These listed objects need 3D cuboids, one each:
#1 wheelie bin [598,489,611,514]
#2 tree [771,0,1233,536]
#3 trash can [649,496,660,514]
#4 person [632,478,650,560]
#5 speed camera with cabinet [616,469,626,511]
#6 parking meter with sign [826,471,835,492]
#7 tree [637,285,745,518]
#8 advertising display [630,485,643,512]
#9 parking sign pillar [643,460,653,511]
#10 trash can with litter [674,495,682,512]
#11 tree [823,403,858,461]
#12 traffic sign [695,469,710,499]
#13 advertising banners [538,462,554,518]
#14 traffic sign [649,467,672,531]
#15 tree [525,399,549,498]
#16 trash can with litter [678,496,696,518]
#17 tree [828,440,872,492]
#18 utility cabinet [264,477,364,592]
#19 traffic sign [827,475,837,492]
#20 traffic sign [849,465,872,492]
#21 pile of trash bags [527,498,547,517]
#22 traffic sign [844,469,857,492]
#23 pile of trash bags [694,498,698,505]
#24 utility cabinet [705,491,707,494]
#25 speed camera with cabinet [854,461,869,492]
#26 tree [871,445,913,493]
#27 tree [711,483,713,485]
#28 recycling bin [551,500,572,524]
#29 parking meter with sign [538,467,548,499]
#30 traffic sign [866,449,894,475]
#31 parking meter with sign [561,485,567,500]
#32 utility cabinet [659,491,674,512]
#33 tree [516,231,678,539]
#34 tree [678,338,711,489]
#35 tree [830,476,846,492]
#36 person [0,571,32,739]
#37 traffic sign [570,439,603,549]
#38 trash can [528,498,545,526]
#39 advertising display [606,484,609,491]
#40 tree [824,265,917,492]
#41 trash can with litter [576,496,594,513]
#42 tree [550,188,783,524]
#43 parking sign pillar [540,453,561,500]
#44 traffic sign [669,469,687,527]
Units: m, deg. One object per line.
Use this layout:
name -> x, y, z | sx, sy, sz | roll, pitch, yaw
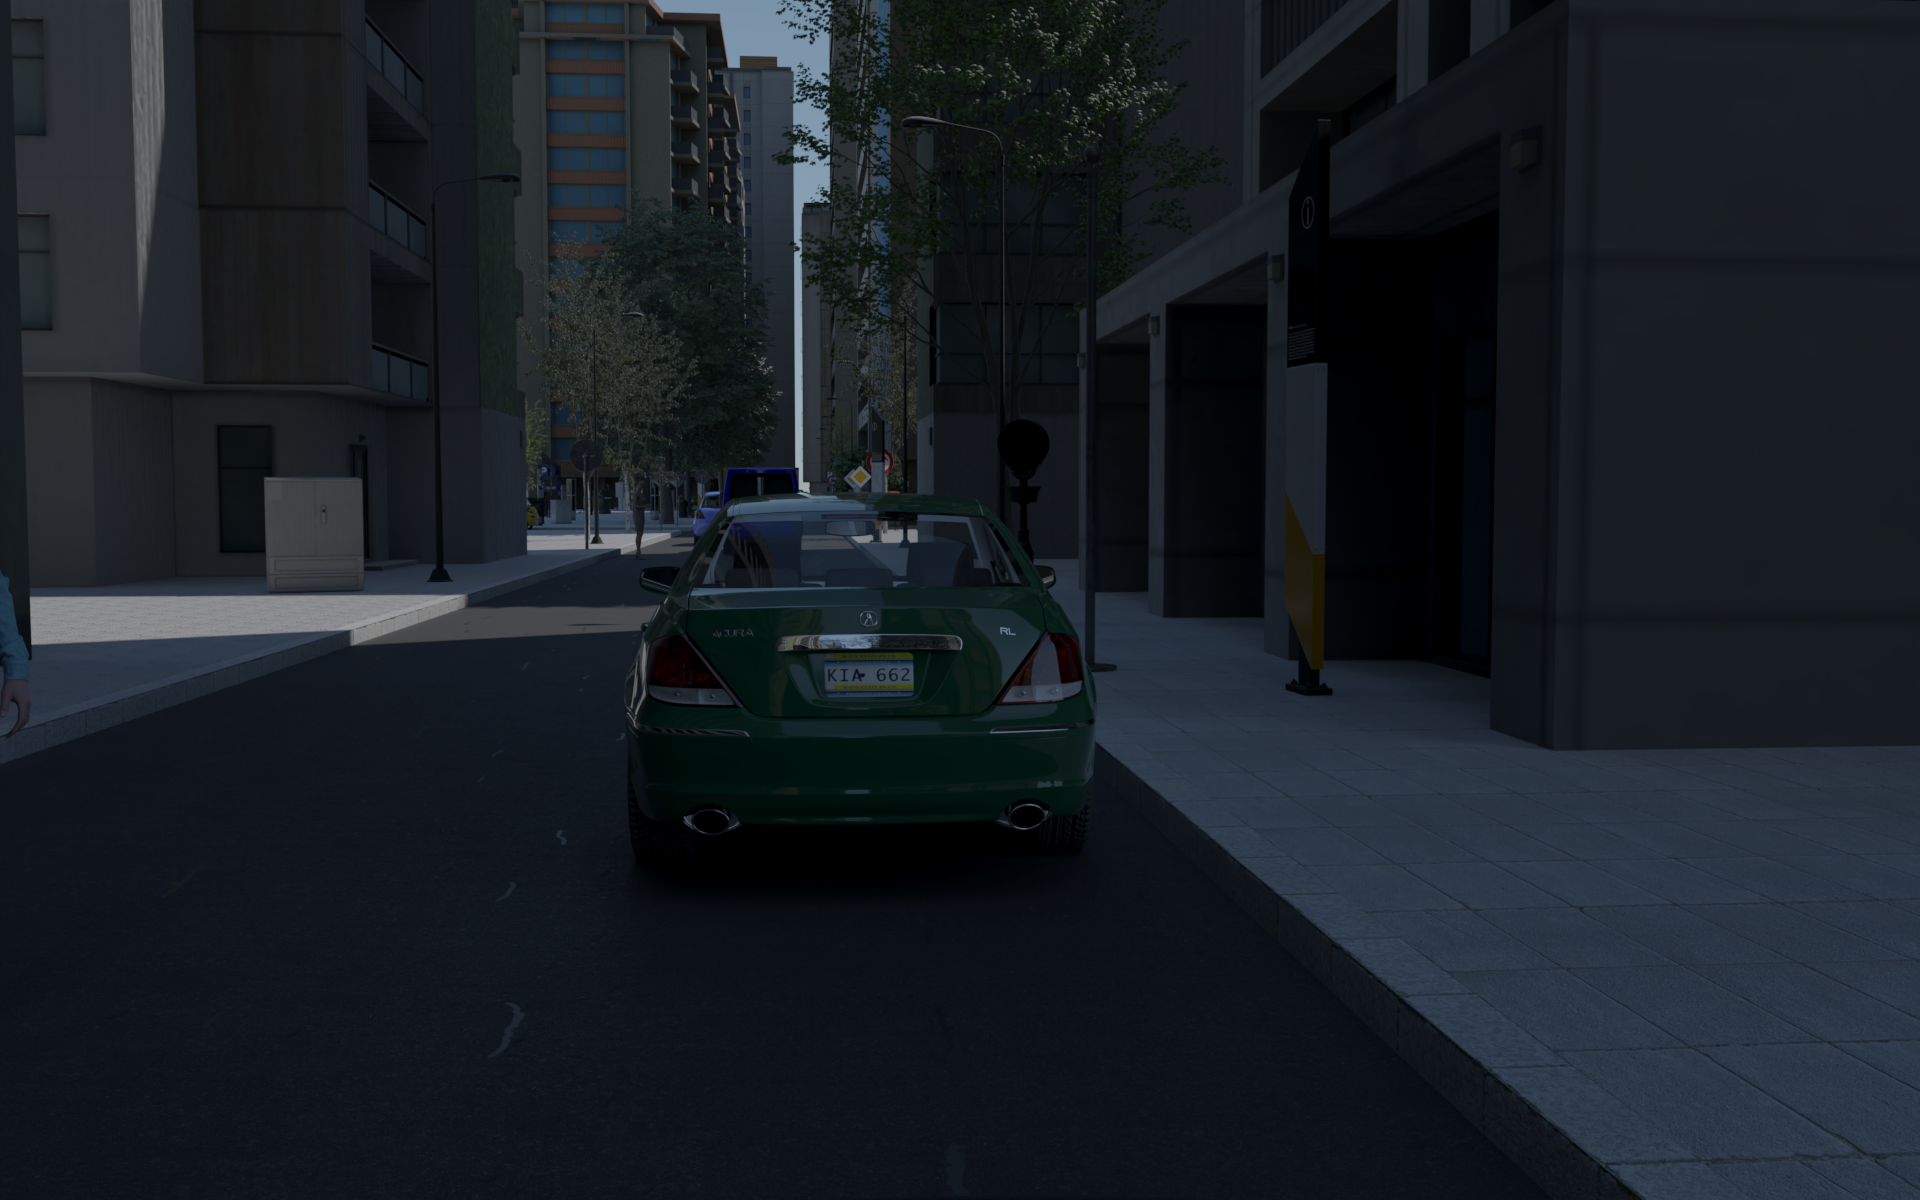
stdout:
wheelie bin -> -22.785, -6.292, 110.777 | 0.693, 1.594, 0.980 | 3, 4, 37
tree -> 0.750, -6.291, 28.612 | 9.928, 11.665, 9.643 | 0, 3, 0
trash can -> -18.875, -5.843, 107.181 | 0.748, 1.137, 0.748 | 0, 3, 0
person -> -7.010, -1.788, 38.076 | 0.374, 1.781, 0.599 | 0, 4, 5
speed camera with cabinet -> -25.635, -8.376, 131.281 | 0.660, 3.252, 2.038 | 0, 4, 0
parking meter with sign -> -9.678, -8.340, 132.626 | 0.543, 3.016, 1.738 | -2, 4, -26
tree -> -15.060, -10.765, 94.140 | 7.486, 12.596, 7.792 | 0, 3, 0
advertising display -> -23.636, -7.431, 126.714 | 0.974, 1.923, 0.123 | 1, 4, 14
parking sign pillar -> -24.013, -8.903, 134.035 | 1.447, 3.967, 1.447 | 1, 4, 16
trash can with litter -> -20.560, -7.110, 127.312 | 1.678, 1.210, 2.233 | -2, 4, -26
tree -> -9.091, -11.510, 138.553 | 4.737, 8.622, 4.395 | 0, 3, 0
traffic sign -> -13.034, -5.353, 87.627 | 0.768, 2.556, 0.104 | 0, 4, 0
advertising banners -> -24.988, -6.625, 104.508 | 0.090, 3.025, 2.074 | 1, 4, 12
traffic sign -> -10.417, -3.467, 60.326 | 0.795, 2.450, 0.064 | 0, 4, -5
tree -> -32.232, -10.870, 128.094 | 4.737, 8.622, 4.395 | 0, 3, 0
trash can with litter -> -16.268, -5.612, 103.139 | 1.055, 1.170, 0.624 | 0, 4, 8
tree -> -6.421, -7.470, 105.853 | 4.285, 4.588, 4.351 | 0, 3, 0
utility cabinet -> -8.437, -0.854, 22.648 | 1.173, 1.500, 0.318 | -2, 4, -27
traffic sign -> -8.596, -7.164, 117.233 | 0.768, 2.556, 0.104 | 0, 4, 2
traffic sign -> -3.500, -3.505, 60.941 | 0.795, 2.450, 0.064 | 0, 4, -5
pile of trash bags -> -24.993, -5.388, 97.840 | 1.912, 1.369, 3.447 | 2, 4, 33
traffic sign -> -4.234, -3.991, 68.893 | 0.795, 2.450, 0.064 | 0, 4, -5
pile of trash bags -> -18.706, -7.437, 131.352 | 1.912, 1.369, 3.447 | 3, 5, 42
utility cabinet -> -18.304, -7.049, 123.935 | 0.318, 1.500, 1.173 | -1, 4, -13
speed camera with cabinet -> -5.280, -6.636, 102.841 | 2.038, 3.252, 0.660 | -3, 4, -38
tree -> -2.508, -4.520, 68.501 | 1.663, 3.219, 1.824 | 0, 3, 0
tree -> -16.347, -9.671, 108.485 | 4.360, 8.622, 3.978 | 0, 3, 0
recycling bin -> -17.293, -3.824, 75.077 | 0.722, 1.027, 0.722 | -2, 4, -31
parking meter with sign -> -26.579, -6.958, 110.022 | 0.543, 3.016, 1.738 | 0, 4, -4
traffic sign -> -2.216, -2.936, 48.110 | 0.768, 2.556, 0.104 | 0, 4, -1
parking meter with sign -> -32.472, -8.885, 141.525 | 0.543, 3.016, 1.738 | 1, 4, 16
utility cabinet -> -18.980, -6.294, 111.579 | 0.318, 1.500, 1.173 | 3, 5, 39
tree -> -10.450, -6.007, 48.577 | 4.360, 8.622, 3.978 | 0, 3, 0
tree -> -10.671, -6.448, 55.784 | 4.360, 8.622, 3.978 | 0, 3, 0
tree -> -7.833, -7.323, 114.329 | 1.663, 3.219, 1.824 | 0, 3, 0
person -> -2.804, 0.233, 4.547 | 0.638, 1.841, 0.748 | -3, 4, -38
traffic sign -> -8.664, -2.449, 40.149 | 0.768, 2.556, 0.104 | 0, 4, 3
trash can -> -17.189, -3.587, 70.307 | 0.748, 1.137, 0.748 | 0, 3, 0
advertising display -> -23.188, -6.649, 113.930 | 0.123, 1.923, 0.974 | 0, 4, -8
tree -> -2.197, -6.466, 56.089 | 4.360, 8.622, 3.978 | 0, 3, 0
trash can with litter -> -25.376, -6.457, 116.626 | 2.233, 1.210, 1.678 | 2, 4, 31
tree -> -12.469, -10.225, 73.841 | 9.857, 13.997, 8.962 | 0, 3, 0
parking sign pillar -> -26.511, -7.561, 112.096 | 1.447, 3.967, 1.447 | 1, 4, 17
traffic sign -> -11.151, -3.953, 68.277 | 0.795, 2.450, 0.064 | 0, 4, -5
